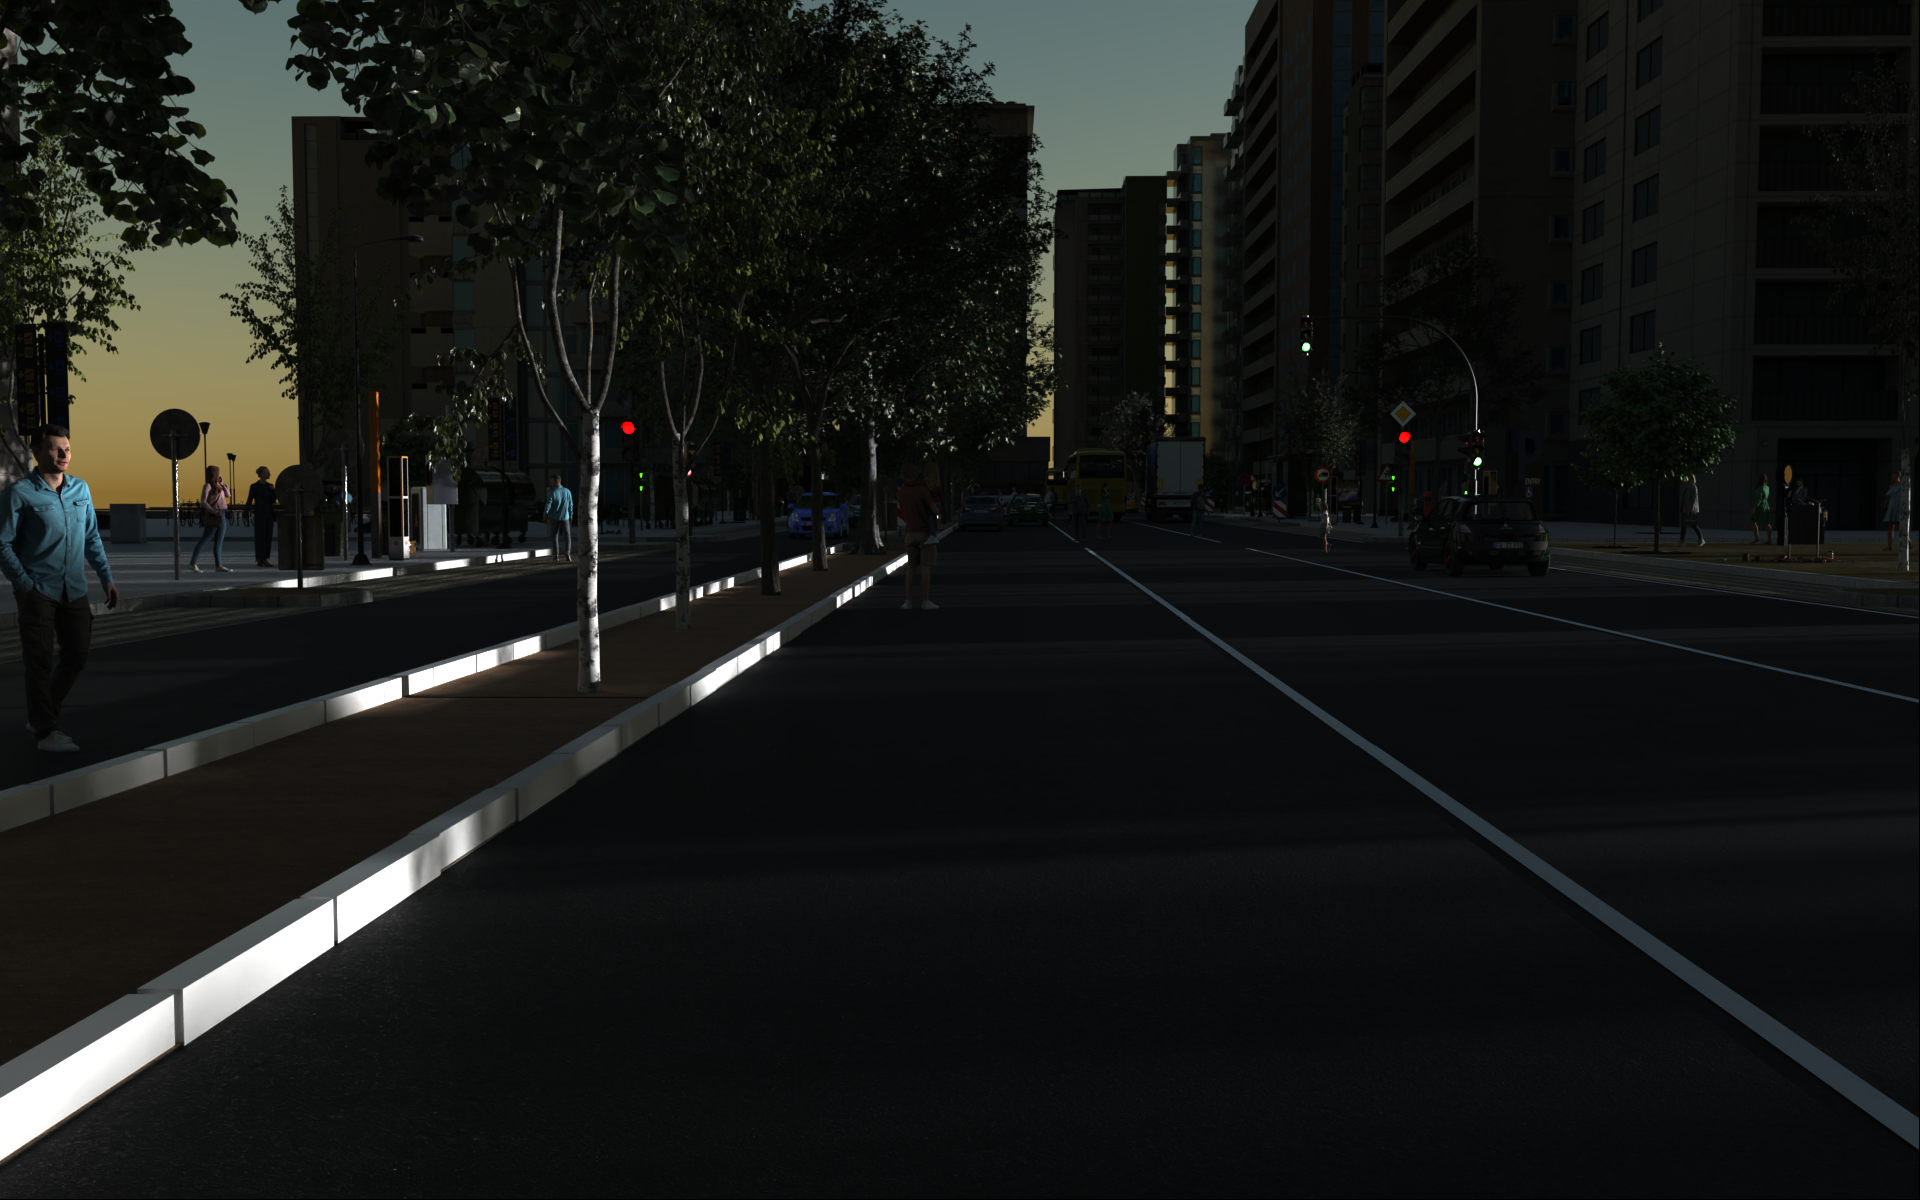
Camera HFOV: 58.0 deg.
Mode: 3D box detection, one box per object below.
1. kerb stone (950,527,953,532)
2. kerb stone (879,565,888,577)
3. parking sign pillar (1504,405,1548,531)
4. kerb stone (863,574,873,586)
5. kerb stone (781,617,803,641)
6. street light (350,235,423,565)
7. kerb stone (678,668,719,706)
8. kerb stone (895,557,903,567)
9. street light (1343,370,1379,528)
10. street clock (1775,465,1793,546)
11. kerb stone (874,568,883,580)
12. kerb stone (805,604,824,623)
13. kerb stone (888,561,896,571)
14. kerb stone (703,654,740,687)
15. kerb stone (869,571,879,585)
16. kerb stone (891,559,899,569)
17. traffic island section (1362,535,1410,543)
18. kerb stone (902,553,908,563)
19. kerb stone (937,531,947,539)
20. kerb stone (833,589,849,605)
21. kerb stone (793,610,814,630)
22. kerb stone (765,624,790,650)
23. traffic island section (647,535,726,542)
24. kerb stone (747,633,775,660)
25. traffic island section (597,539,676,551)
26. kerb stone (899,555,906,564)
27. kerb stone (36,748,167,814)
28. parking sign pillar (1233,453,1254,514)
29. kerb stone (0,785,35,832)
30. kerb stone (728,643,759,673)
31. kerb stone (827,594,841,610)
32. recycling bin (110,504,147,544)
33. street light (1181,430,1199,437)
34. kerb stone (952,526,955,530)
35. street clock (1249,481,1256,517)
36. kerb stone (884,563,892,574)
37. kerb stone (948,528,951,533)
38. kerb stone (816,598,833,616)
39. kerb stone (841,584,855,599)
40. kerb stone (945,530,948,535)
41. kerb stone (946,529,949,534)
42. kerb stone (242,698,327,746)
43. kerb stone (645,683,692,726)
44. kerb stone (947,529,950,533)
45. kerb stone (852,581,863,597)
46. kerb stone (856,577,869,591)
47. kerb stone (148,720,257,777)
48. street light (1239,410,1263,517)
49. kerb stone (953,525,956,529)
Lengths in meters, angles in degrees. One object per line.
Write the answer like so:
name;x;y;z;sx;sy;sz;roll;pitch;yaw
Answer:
kerb stone;-0.433;-2.495;62.985;0.120;0.150;1.000;0;4;2
kerb stone;-1.367;-0.451;29.575;0.120;0.150;1.000;0;4;2
parking sign pillar;17.227;-3.940;52.888;1.447;3.967;1.447;-2;4;-33
kerb stone;-1.462;-0.262;26.502;0.120;0.150;1.000;0;4;2
kerb stone;-1.708;0.301;17.278;0.120;0.150;1.000;0;4;2
street light;-10.316;-3.587;31.195;1.470;5.913;1.316;0;4;2
kerb stone;-1.857;0.620;12.165;0.120;0.150;1.000;0;4;2
kerb stone;-1.257;-0.702;33.669;0.120;0.150;1.000;0;4;2
street light;15.105;-5.668;65.208;1.470;5.913;1.316;0;4;2
street clock;20.482;-2.355;43.077;0.471;2.002;0.358;-3;4;-38
kerb stone;-1.400;-0.388;28.545;0.120;0.150;1.000;0;4;2
kerb stone;-1.656;0.176;19.322;0.120;0.150;1.000;0;4;2
kerb stone;-1.315;-0.576;31.620;0.120;0.150;1.000;0;4;2
kerb stone;-1.832;0.551;13.186;0.120;0.150;1.000;0;4;2
kerb stone;-1.422;-0.320;27.523;0.120;0.150;1.000;0;4;2
kerb stone;-1.282;-0.639;32.641;0.120;0.150;1.000;0;4;2
traffic island section;13.334;-1.836;52.306;2.009;0.180;2.903;0;4;2
kerb stone;-1.202;-0.826;35.722;0.120;0.150;1.000;0;4;2
kerb stone;-0.603;-2.119;56.836;0.120;0.150;1.000;0;4;2
kerb stone;-1.578;-0.012;22.393;0.120;0.150;1.000;0;4;2
kerb stone;-1.688;0.238;18.300;0.120;0.150;1.000;0;4;2
kerb stone;-1.742;0.363;16.257;0.120;0.150;1.000;0;4;2
traffic island section;-8.299;-1.874;52.919;2.009;0.180;2.903;0;4;2
kerb stone;-1.774;0.426;15.230;0.120;0.150;1.000;0;4;2
traffic island section;-8.524;-1.386;44.937;2.009;0.180;2.903;0;4;2
kerb stone;-1.225;-0.764;34.691;0.120;0.150;1.000;0;4;2
kerb stone;-4.069;0.862;8.190;0.120;0.150;1.000;0;4;2
parking sign pillar;18.669;-7.666;113.803;1.447;3.967;1.447;-3;4;-37
kerb stone;-4.103;0.922;7.169;0.120;0.150;1.000;0;4;2
kerb stone;-1.802;0.490;14.208;0.120;0.150;1.000;0;4;2
kerb stone;-1.603;0.055;21.370;0.120;0.150;1.000;0;4;2
recycling bin;-21.672;-1.992;45.129;0.722;1.027;0.722;-1;4;-12
street light;16.853;-9.417;126.509;1.470;5.913;1.316;0;4;2
kerb stone;-0.359;-2.619;65.035;0.120;0.150;1.000;0;4;2
street clock;16.658;-5.754;98.654;0.358;2.002;0.471;3;4;37
kerb stone;-1.341;-0.514;30.598;0.120;0.150;1.000;0;4;2
kerb stone;-0.481;-2.370;60.941;0.120;0.150;1.000;0;4;2
kerb stone;-1.631;0.113;20.348;0.120;0.150;1.000;0;4;2
kerb stone;-1.554;-0.075;23.426;0.120;0.150;1.000;0;4;2
kerb stone;-0.562;-2.180;57.868;0.120;0.150;1.000;0;4;2
kerb stone;-0.541;-2.240;58.894;0.120;0.150;1.000;0;4;2
kerb stone;-4.015;0.731;10.241;0.120;0.150;1.000;0;4;2
kerb stone;-1.891;0.678;11.142;0.120;0.150;1.000;0;4;2
kerb stone;-0.515;-2.307;59.920;0.120;0.150;1.000;0;4;2
kerb stone;-1.509;-0.132;24.452;0.120;0.150;1.000;0;4;2
kerb stone;-1.483;-0.200;25.474;0.120;0.150;1.000;0;4;2
kerb stone;-4.037;0.794;9.219;0.120;0.150;1.000;0;4;2
street light;16.121;-7.555;96.059;1.470;5.913;1.316;0;4;2
kerb stone;-0.335;-2.683;66.060;0.120;0.150;1.000;0;4;2
